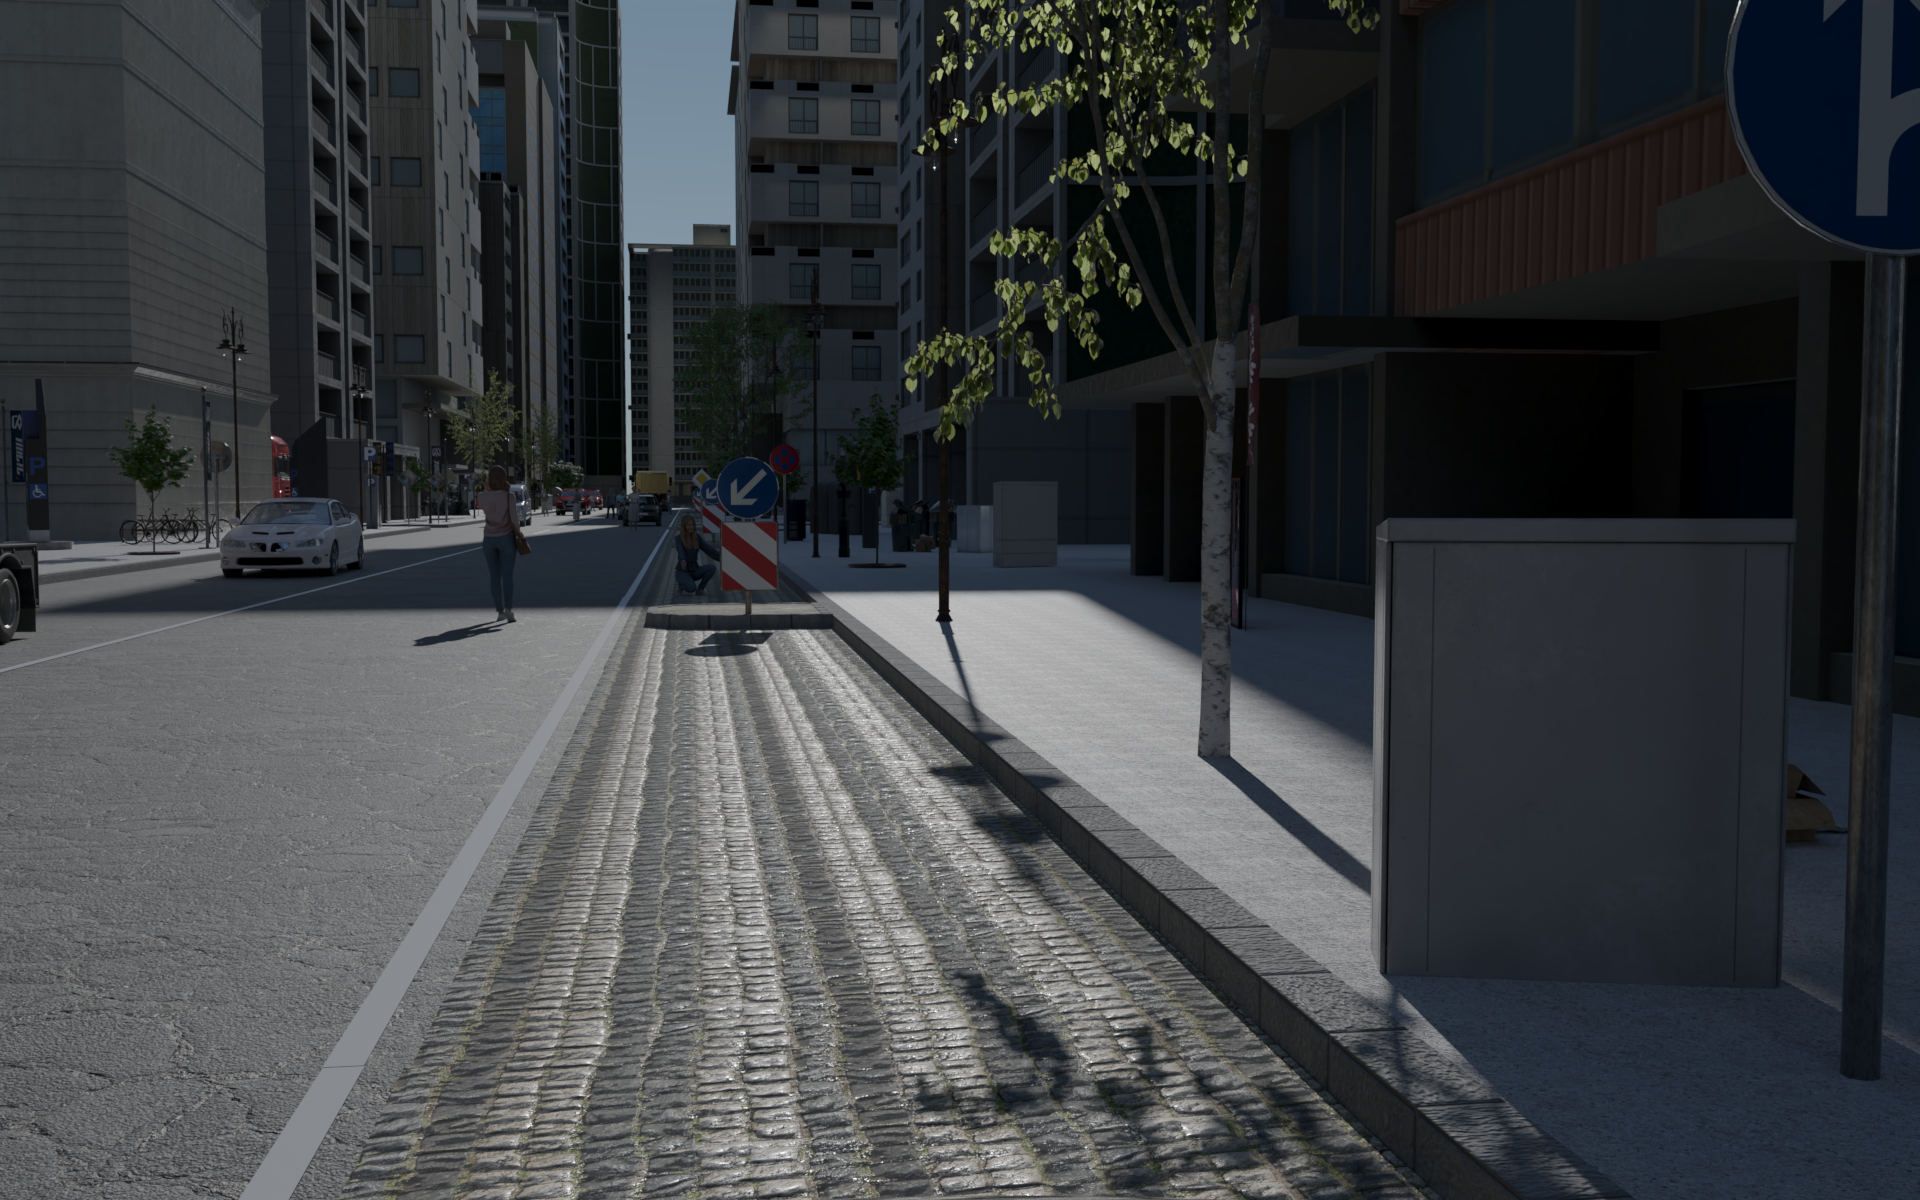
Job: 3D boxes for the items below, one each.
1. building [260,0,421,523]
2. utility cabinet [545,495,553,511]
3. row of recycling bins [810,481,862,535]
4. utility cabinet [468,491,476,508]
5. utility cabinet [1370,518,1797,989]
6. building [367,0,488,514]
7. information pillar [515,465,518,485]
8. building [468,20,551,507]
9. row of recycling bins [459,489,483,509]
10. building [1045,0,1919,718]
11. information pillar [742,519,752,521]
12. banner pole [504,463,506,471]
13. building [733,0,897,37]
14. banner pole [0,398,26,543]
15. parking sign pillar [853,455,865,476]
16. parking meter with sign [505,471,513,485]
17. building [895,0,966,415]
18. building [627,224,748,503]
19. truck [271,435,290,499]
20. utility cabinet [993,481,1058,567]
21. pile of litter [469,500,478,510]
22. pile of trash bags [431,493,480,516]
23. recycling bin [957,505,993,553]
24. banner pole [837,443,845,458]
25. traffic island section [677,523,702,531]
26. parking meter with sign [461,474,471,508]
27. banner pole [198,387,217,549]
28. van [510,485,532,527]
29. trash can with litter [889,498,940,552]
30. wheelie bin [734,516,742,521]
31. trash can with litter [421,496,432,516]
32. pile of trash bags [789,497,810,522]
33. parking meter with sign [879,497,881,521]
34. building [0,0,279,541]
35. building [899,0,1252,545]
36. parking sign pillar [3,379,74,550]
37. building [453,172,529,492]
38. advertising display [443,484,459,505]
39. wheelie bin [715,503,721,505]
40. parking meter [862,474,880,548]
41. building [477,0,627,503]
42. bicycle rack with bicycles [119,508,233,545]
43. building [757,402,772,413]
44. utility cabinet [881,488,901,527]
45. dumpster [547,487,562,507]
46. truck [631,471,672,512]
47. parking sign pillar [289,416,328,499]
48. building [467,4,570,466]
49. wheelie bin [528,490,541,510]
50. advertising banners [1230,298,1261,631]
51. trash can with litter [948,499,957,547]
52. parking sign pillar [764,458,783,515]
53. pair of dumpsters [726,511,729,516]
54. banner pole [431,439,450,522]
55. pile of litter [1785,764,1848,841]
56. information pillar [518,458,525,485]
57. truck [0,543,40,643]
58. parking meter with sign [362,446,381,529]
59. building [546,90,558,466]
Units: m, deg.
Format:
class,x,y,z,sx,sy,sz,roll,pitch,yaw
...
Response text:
class,x,y,z,sx,sy,sz,roll,pitch,yaw
building,-37.874,-39.453,83.307,20.563,71.187,20.611,-1,4,-9
utility cabinet,-32.104,-7.570,134.927,0.306,1.237,1.020,1,4,14
row of recycling bins,-3.859,-2.960,55.516,1.069,1.692,3.534,-2,4,-28
utility cabinet,-40.687,-8.272,143.931,1.173,1.500,0.318,3,4,36
utility cabinet,1.646,0.398,4.662,1.020,1.237,0.306,0,4,8
building,-47.544,-32.277,116.973,28.713,52.752,27.495,-1,4,-9
information pillar,-35.669,-9.084,139.878,0.504,3.616,0.183,0,4,7
building,-48.276,-31.670,167.915,14.600,45.320,14.200,-1,4,-9
row of recycling bins,-42.113,-8.541,146.755,3.534,1.692,1.069,0,4,-3
building,14.132,-22.050,15.150,22.147,44.769,28.867,-1,4,-9
information pillar,-8.269,-3.836,67.206,0.304,2.012,0.304,3,4,38
banner pole,-36.351,-9.085,138.549,0.401,3.779,0.863,-1,4,-19
building,-9.448,-36.384,184.123,28.713,52.752,27.495,-1,4,-9
banner pole,-24.842,-3.394,45.516,0.863,3.779,0.401,-1,4,-14
parking sign pillar,-6.169,-7.296,107.763,1.447,3.967,1.447,2,4,25
parking meter with sign,-33.465,-8.108,128.827,0.543,3.016,1.738,1,4,16
building,4.391,-19.470,90.034,14.107,30.474,14.160,-1,4,-9
building,-36.032,-34.269,252.182,23.993,40.220,32.217,-1,4,-9
truck,-31.638,-4.843,68.104,11.283,4.237,2.839,-1,4,-9
utility cabinet,1.144,-1.332,30.460,1.173,1.500,0.318,-2,4,-32
pile of litter,-40.021,-7.803,141.537,1.176,0.858,1.719,3,5,42
pile of trash bags,-29.976,-5.742,103.642,1.912,1.369,3.447,3,5,44
recycling bin,0.421,-1.563,38.115,0.722,1.027,0.722,-3,5,-44
banner pole,-5.312,-5.338,77.292,0.401,3.779,0.863,-2,4,-34
traffic island section,-10.183,-2.831,68.571,2.009,0.180,2.903,-1,4,-9
parking meter with sign,-38.748,-8.523,135.613,0.543,3.016,1.738,-2,4,-27
banner pole,-17.716,-3.105,40.788,0.401,3.779,0.863,-1,4,-11
van,-20.064,-4.286,77.086,2.013,2.044,4.112,-1,4,-9
trash can with litter,-1.044,-1.654,38.429,1.055,1.170,0.624,2,4,24
wheelie bin,-9.861,-4.299,78.191,0.980,1.594,0.693,0,4,-6
trash can with litter,-30.913,-5.393,99.559,1.055,1.170,0.624,1,4,10
pile of trash bags,-6.719,-4.324,80.447,1.912,1.369,3.447,-2,4,-33
parking meter with sign,-4.109,-5.211,81.460,1.738,3.016,0.543,-3,5,-41
building,-44.908,-16.792,50.969,44.131,29.872,17.030,-1,4,-9
building,9.671,-37.257,47.408,20.563,71.187,20.611,-1,4,-9
parking sign pillar,-21.318,-3.149,39.957,1.447,3.967,1.447,-2,4,-30
building,-46.424,-23.389,154.104,14.160,30.474,14.107,-1,4,-9
advertising display,-31.420,-6.219,106.888,0.974,1.923,0.123,0,4,3
wheelie bin,-20.022,-8.272,143.150,0.693,1.594,0.980,1,4,16
parking meter,-2.107,-2.160,41.035,0.399,1.863,0.255,-1,4,-17
building,-57.850,-49.202,242.711,20.611,71.187,20.563,-1,4,-9
bicycle rack with bicycles,-20.604,-1.956,45.359,2.925,0.926,2.852,-2,4,-34
building,-12.157,-23.943,163.167,14.160,30.474,14.107,-1,4,-9
utility cabinet,-2.473,-3.509,66.043,0.318,1.500,1.173,3,5,43
dumpster,-34.394,-8.647,147.141,1.264,1.857,1.865,-1,4,-9
truck,-25.791,-9.128,145.161,3.469,3.379,9.791,-1,4,-11
parking sign pillar,-22.384,-4.345,59.512,1.447,3.967,1.447,2,4,26
building,-61.681,-40.697,207.390,28.212,58.520,21.231,-1,4,-9
wheelie bin,-34.414,-8.095,140.267,0.980,1.594,0.693,0,4,-6
advertising banners,2.661,-1.248,16.597,0.090,3.025,2.074,0,3,0
trash can with litter,-0.558,-1.847,41.586,0.624,1.170,1.055,3,5,42
parking sign pillar,-11.386,-7.095,104.476,1.447,3.967,1.447,-1,4,-18
pair of dumpsters,-13.527,-6.175,103.447,1.574,2.255,4.437,-1,4,-9
banner pole,-23.679,-5.439,78.946,0.863,3.779,0.401,0,3,0
pile of litter,2.674,0.460,6.441,1.719,0.858,1.176,-1,4,-10
information pillar,-28.458,-7.435,112.921,0.183,3.616,0.504,0,4,5
truck,-8.712,-1.102,7.779,2.967,4.110,18.799,-1,4,-10
parking meter with sign,-21.710,-4.145,64.027,0.543,3.016,1.738,-1,4,-13
building,-50.141,-32.544,182.207,14.600,45.320,14.200,-1,4,-9
